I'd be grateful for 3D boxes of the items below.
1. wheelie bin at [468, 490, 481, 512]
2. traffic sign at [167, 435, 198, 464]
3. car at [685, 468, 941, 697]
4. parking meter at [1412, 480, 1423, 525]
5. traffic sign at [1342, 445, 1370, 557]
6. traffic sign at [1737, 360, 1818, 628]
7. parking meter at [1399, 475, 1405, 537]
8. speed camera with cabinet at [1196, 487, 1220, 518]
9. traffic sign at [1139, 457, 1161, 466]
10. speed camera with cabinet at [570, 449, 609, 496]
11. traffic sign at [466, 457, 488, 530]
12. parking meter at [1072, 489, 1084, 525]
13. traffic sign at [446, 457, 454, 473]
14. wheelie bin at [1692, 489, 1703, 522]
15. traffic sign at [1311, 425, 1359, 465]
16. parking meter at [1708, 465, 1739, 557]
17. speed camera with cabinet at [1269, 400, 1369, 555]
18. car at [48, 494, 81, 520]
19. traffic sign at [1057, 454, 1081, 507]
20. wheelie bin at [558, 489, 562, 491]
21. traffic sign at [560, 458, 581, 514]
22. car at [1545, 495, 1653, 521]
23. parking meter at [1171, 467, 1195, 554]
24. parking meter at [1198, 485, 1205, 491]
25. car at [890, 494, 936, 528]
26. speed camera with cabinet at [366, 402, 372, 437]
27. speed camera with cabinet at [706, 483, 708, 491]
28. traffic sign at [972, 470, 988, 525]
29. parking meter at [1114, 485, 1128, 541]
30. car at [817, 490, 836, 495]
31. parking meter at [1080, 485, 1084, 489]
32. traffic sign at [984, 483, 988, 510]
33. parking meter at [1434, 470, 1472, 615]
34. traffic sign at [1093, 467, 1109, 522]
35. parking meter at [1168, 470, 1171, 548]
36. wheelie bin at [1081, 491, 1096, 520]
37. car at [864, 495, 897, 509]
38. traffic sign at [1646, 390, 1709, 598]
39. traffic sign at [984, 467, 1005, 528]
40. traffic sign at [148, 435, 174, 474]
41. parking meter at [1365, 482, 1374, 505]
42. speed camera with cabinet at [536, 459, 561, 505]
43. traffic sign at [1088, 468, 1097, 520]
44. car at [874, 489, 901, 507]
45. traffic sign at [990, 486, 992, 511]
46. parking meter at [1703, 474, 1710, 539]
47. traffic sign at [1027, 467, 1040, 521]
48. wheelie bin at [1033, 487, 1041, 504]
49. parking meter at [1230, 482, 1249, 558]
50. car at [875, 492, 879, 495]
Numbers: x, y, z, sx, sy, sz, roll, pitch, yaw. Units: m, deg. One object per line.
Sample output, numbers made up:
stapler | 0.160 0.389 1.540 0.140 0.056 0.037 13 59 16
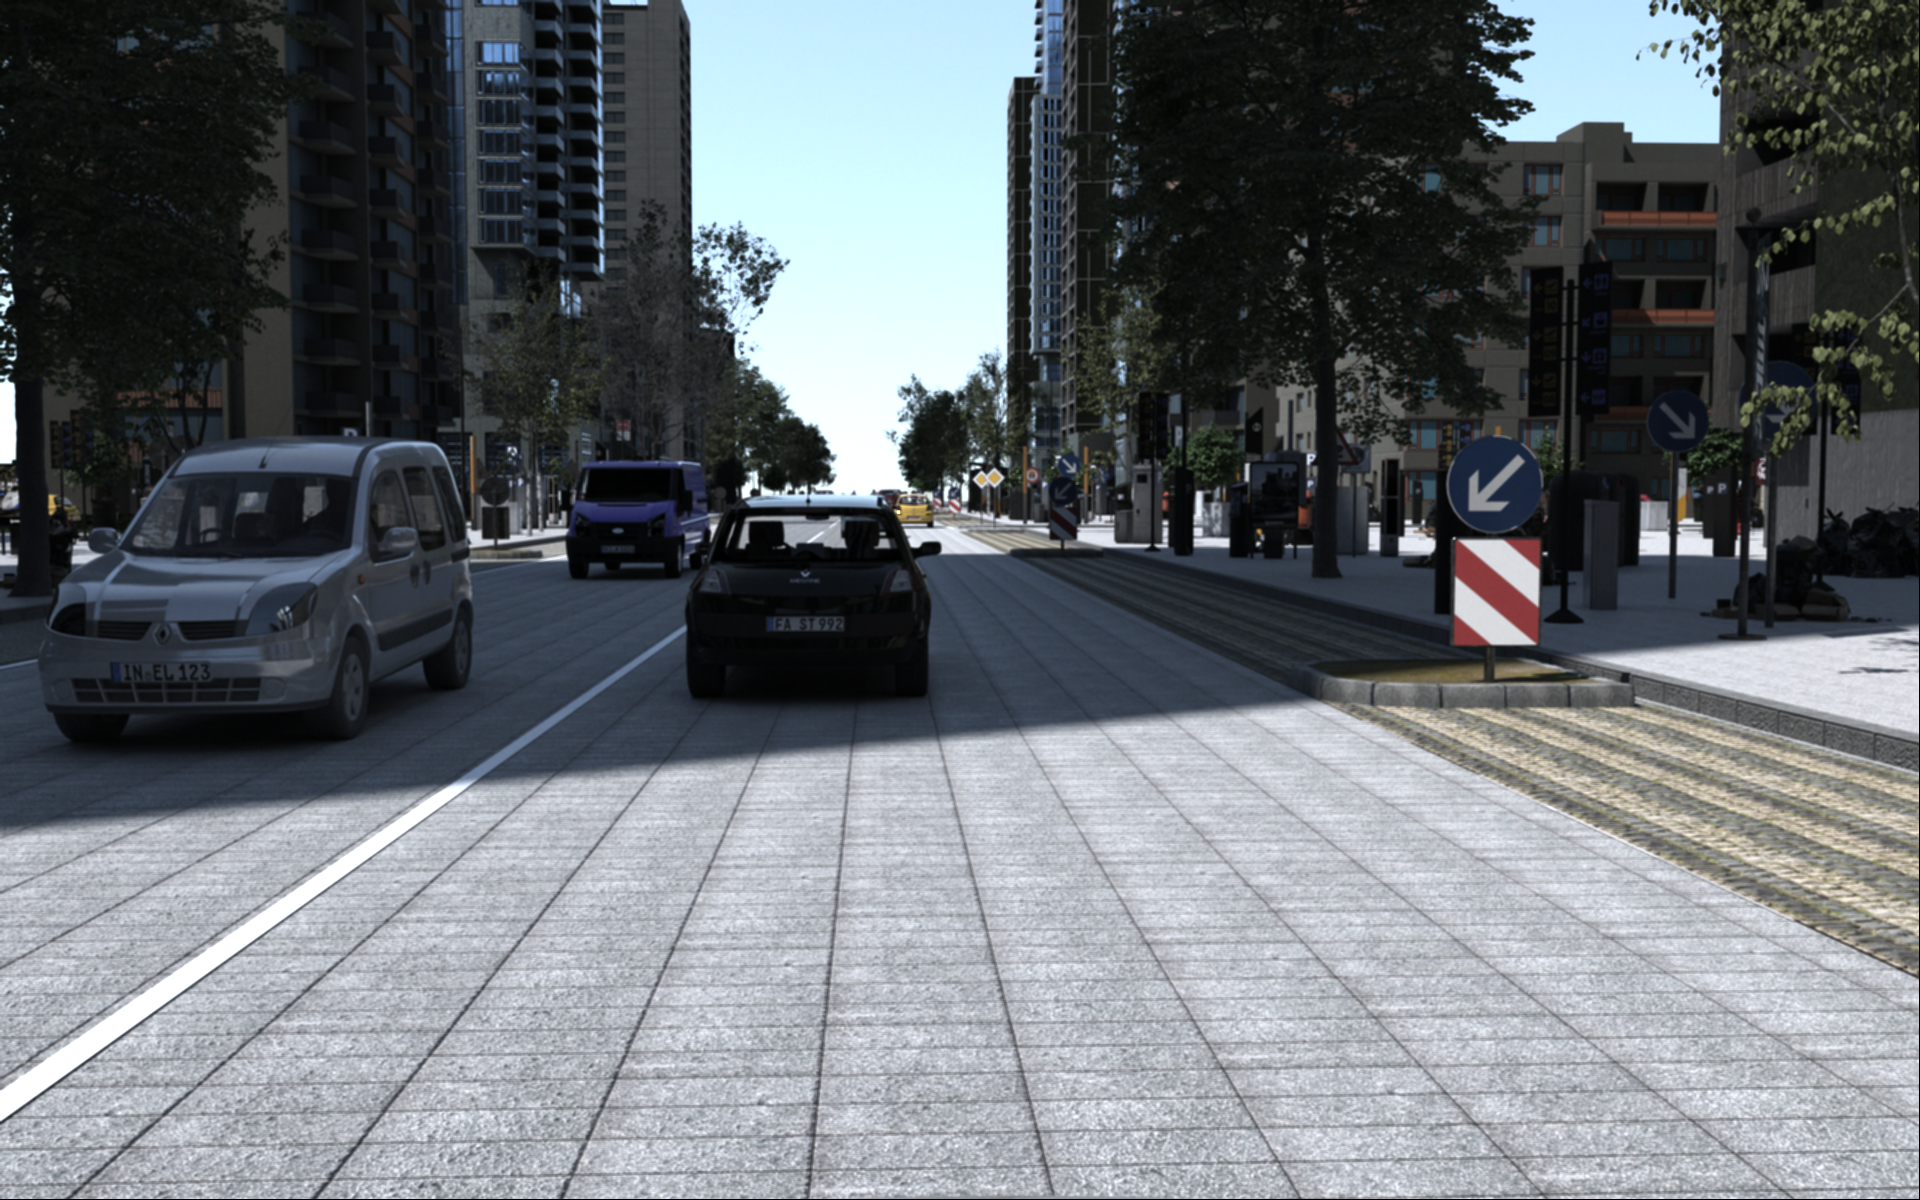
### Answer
wheelie bin | -25.977 -5.190 92.770 0.693 1.594 0.980 -2 4 -32
traffic sign | -16.618 -2.266 37.155 0.768 2.556 0.104 0 4 -1
car | -1.132 -0.236 13.644 2.009 1.686 4.222 0 4 -3
parking meter | 19.285 -4.115 72.998 0.399 1.863 0.255 0 4 0
traffic sign | 7.985 -2.012 35.031 0.606 2.300 0.079 0 4 0
traffic sign | 7.789 -1.008 16.595 0.768 2.556 0.104 0 4 0
parking meter | 13.134 -2.831 51.998 0.255 1.863 0.399 -3 5 -43
speed camera with cabinet | 13.906 -6.152 94.918 2.038 3.252 0.660 -2 4 -30
traffic sign | 6.253 -3.489 57.150 0.768 2.556 0.104 0 4 5
speed camera with cabinet | -16.107 -5.008 76.216 2.038 3.252 0.660 -2 4 -28
traffic sign | -17.059 -3.756 61.410 0.884 2.594 0.081 0 4 2
parking meter | 4.886 -3.923 72.545 0.372 1.533 0.369 0 3 0
traffic sign | -17.417 -3.558 58.284 0.768 2.556 0.104 0 4 6
wheelie bin | 34.068 -4.386 79.627 0.693 1.594 0.980 3 4 36
traffic sign | 6.944 -1.965 32.124 0.884 2.594 0.081 0 4 1
parking meter | 15.549 -1.805 35.222 0.255 1.863 0.399 -2 4 -34
speed camera with cabinet | 7.620 -2.595 36.763 2.038 3.252 0.660 0 4 -6
car | -36.133 -3.458 66.757 3.980 1.641 2.015 0 4 -2
traffic sign | 3.473 -3.365 55.127 0.768 2.556 0.104 0 4 -1
wheelie bin | -23.408 -5.686 100.878 0.693 1.594 0.980 1 4 19
traffic sign | -14.071 -3.842 62.825 0.884 2.594 0.081 0 4 -2
car | 25.630 -3.677 69.163 4.494 1.783 2.155 0 4 -4
parking meter | 4.801 -1.917 37.059 0.399 1.863 0.255 -3 5 -40
parking meter | 15.297 -6.368 109.835 0.399 1.863 0.255 -2 4 -28
car | -2.018 -3.942 74.677 2.015 1.641 3.980 0 4 -2
speed camera with cabinet | -12.846 -2.583 36.569 0.660 3.252 2.038 2 4 28
speed camera with cabinet | -19.675 -8.309 130.194 0.660 3.252 2.038 2 4 24
traffic sign | 0.903 -4.211 72.491 0.795 2.450 0.064 0 4 -3
parking meter | 4.396 -2.371 47.172 0.372 1.533 0.369 0 3 0
car | -12.618 -9.338 161.349 2.281 1.827 5.304 0 4 -1
parking meter | 7.465 -6.089 105.263 0.255 1.863 0.399 -2 4 -31
traffic sign | 1.802 -7.595 124.185 0.884 2.594 0.081 0 4 5
parking meter | 5.283 -0.619 18.533 0.372 1.533 0.369 0 3 0
traffic sign | 6.506 -4.902 80.249 0.768 2.556 0.104 0 4 3
parking meter | 5.148 -2.195 41.599 0.255 1.863 0.399 1 4 12
wheelie bin | 6.450 -4.818 86.688 0.693 1.594 0.980 1 4 11
car | -3.089 -2.799 57.760 2.014 1.417 4.499 0 4 -3
traffic sign | 8.772 -1.294 21.260 0.768 2.556 0.104 0 4 0
traffic sign | 1.283 -3.723 64.515 0.795 2.450 0.064 0 4 -3
traffic sign | -17.145 -2.278 37.355 0.768 2.556 0.104 0 4 7
parking meter | 18.934 -4.554 80.161 0.399 1.863 0.255 0 4 8
speed camera with cabinet | -21.337 -5.874 90.383 2.038 3.252 0.660 1 4 10
traffic sign | 6.477 -5.155 84.383 0.768 2.556 0.104 0 4 -2
car | -4.895 -6.880 121.169 2.281 1.827 5.304 0 4 -2
traffic sign | 2.215 -7.614 124.591 0.768 2.556 0.104 0 4 -1
parking meter | 21.642 -2.699 49.835 0.399 1.863 0.255 3 5 43
traffic sign | 3.411 -5.023 82.225 0.768 2.556 0.104 0 4 -1
wheelie bin | 3.800 -4.393 79.727 0.980 1.594 0.693 -1 4 -22
parking meter | 5.663 -1.634 35.132 0.372 1.533 0.369 0 3 0
car | -14.345 -17.681 297.759 2.281 1.827 5.304 0 4 -3
